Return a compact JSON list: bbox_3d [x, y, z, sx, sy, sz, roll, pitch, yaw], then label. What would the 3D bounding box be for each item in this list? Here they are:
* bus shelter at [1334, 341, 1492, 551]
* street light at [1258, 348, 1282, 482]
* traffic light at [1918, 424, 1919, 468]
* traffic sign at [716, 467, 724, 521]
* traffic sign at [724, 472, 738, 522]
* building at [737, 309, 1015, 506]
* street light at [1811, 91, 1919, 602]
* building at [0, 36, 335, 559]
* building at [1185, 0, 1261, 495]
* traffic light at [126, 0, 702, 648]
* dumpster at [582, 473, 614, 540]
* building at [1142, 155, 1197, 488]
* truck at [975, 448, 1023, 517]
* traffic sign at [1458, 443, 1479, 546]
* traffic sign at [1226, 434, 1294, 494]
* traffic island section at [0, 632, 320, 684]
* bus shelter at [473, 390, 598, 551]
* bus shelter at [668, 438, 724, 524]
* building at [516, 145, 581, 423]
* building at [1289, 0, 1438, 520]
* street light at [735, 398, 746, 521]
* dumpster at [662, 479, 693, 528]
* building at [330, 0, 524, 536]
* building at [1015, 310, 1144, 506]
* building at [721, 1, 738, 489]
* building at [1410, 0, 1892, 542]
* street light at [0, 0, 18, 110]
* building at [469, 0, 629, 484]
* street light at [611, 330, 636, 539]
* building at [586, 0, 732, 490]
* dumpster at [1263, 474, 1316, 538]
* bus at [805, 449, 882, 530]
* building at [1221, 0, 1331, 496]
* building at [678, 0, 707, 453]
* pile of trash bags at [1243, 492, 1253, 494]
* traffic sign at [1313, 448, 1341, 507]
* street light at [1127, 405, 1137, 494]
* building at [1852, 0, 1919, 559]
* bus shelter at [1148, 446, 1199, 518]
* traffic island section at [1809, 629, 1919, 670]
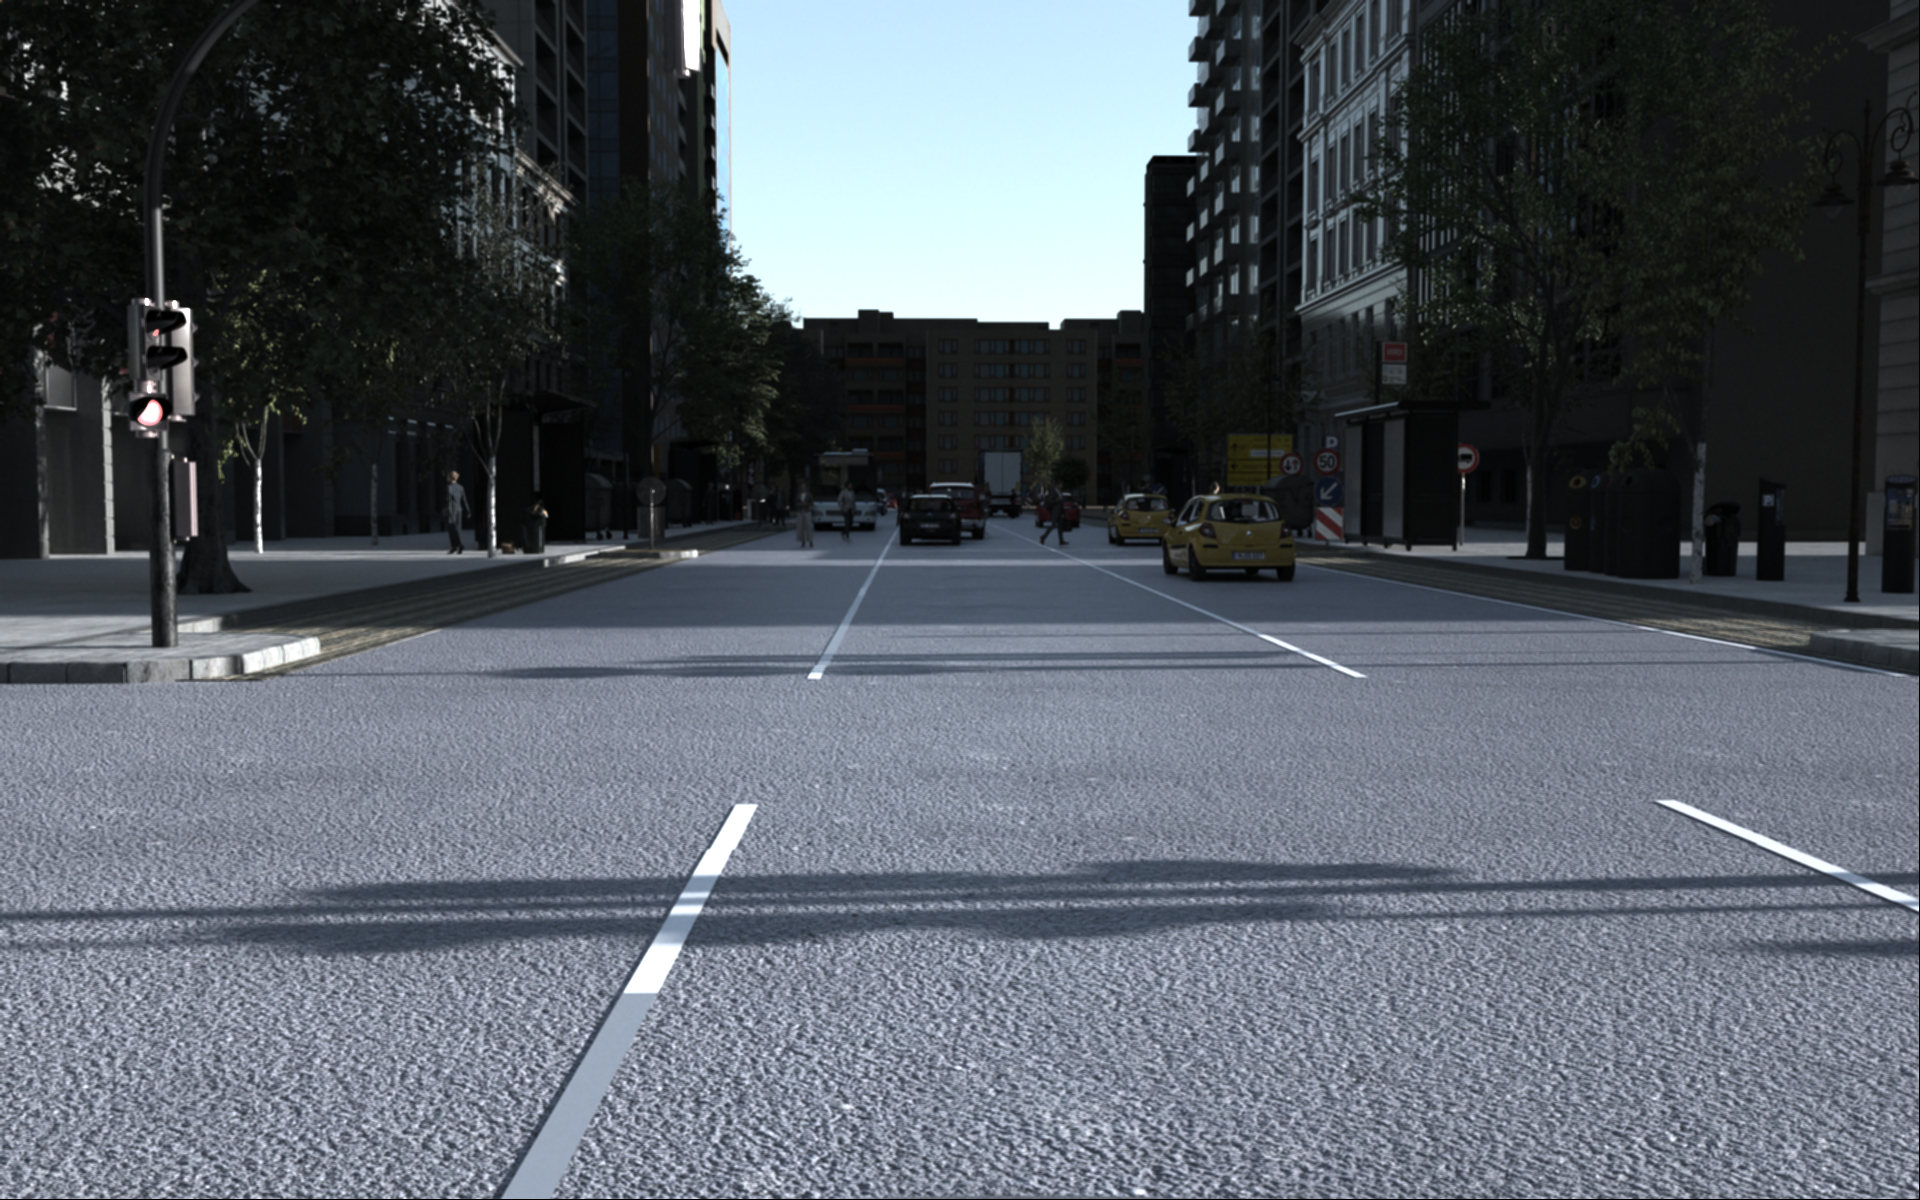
[{"bbox_3d":[10.759,-4.003,43.085,2.179,5.291,8.768,0,4,-1],"label":"bus shelter"},{"bbox_3d":[9.791,-5.019,54.846,0.468,5.910,1.993,0,4,-1],"label":"street light"},{"bbox_3d":[8.704,-1.583,14.803,0.839,4.253,0.868,0,4,-1],"label":"traffic light"},{"bbox_3d":[-11.499,-5.009,81.905,0.884,2.594,0.081,0,4,7],"label":"traffic sign"},{"bbox_3d":[-10.453,-4.705,79.058,0.606,2.300,0.079,0,4,0],"label":"traffic sign"},{"bbox_3d":[-9.314,-21.421,195.266,28.899,21.520,27.650,0,4,-1],"label":"building"},{"bbox_3d":[10.617,-2.914,20.436,0.468,5.910,1.993,0,4,-1],"label":"street light"},{"bbox_3d":[-23.694,-15.811,36.000,11.434,29.767,29.804,0,4,-1],"label":"building"},{"bbox_3d":[29.068,-31.085,127.841,23.786,49.044,30.456,0,4,-1],"label":"building"},{"bbox_3d":[-4.563,-2.436,14.494,4.771,5.953,1.251,0,4,-1],"label":"traffic light"},{"bbox_3d":[-10.469,-2.611,48.456,1.264,1.857,1.865,0,4,-1],"label":"dumpster"},{"bbox_3d":[22.722,-23.182,150.728,14.160,30.474,14.107,0,4,-1],"label":"building"},{"bbox_3d":[2.501,-7.525,111.953,2.839,4.237,11.283,0,4,-1],"label":"truck"},{"bbox_3d":[12.484,-2.626,43.040,0.768,2.556,0.104,0,4,-1],"label":"traffic sign"},{"bbox_3d":[10.106,-3.948,58.431,2.265,3.308,0.079,0,3,0],"label":"traffic sign"},{"bbox_3d":[-6.692,0.473,14.541,2.009,0.180,2.903,0,4,-1],"label":"traffic island section"},{"bbox_3d":[-10.215,-3.111,42.156,1.731,3.624,6.357,0,4,-1],"label":"bus shelter"},{"bbox_3d":[-11.559,-5.195,76.224,1.731,3.624,6.357,0,4,-1],"label":"bus shelter"},{"bbox_3d":[-24.488,-13.139,79.455,10.561,19.102,19.286,0,4,-1],"label":"building"},{"bbox_3d":[24.031,-17.971,79.737,13.634,28.700,20.117,0,4,-1],"label":"building"},{"bbox_3d":[-10.544,-6.770,83.474,0.468,5.910,1.993,0,4,-1],"label":"street light"},{"bbox_3d":[-10.956,-3.701,66.273,1.264,1.857,1.865,0,4,-1],"label":"dumpster"},{"bbox_3d":[-22.150,-12.939,60.709,9.793,20.994,18.267,0,4,-1],"label":"building"},{"bbox_3d":[19.577,-21.462,195.951,28.899,21.520,27.650,0,4,-1],"label":"building"},{"bbox_3d":[-39.190,-53.657,189.964,31.000,86.520,22.319,0,4,-1],"label":"building"},{"bbox_3d":[25.163,-16.162,57.762,14.314,27.812,24.014,0,4,-1],"label":"building"},{"bbox_3d":[-8.660,-2.574,14.866,0.468,5.910,1.993,0,4,-1],"label":"street light"},{"bbox_3d":[-30.124,-40.350,97.981,20.563,71.187,20.611,0,4,-1],"label":"building"},{"bbox_3d":[-9.512,-4.668,49.107,0.468,5.910,1.993,0,4,-1],"label":"street light"},{"bbox_3d":[-27.539,-30.546,149.542,14.200,45.320,14.600,0,4,-1],"label":"building"},{"bbox_3d":[9.763,-2.787,51.330,1.264,1.857,1.865,0,4,-1],"label":"dumpster"},{"bbox_3d":[-4.762,-4.702,71.737,2.948,3.499,13.247,0,4,-3],"label":"bus"},{"bbox_3d":[27.497,-40.516,100.692,20.563,71.187,20.611,0,4,-1],"label":"building"},{"bbox_3d":[-27.021,-27.363,130.972,14.154,41.232,14.086,0,4,-1],"label":"building"},{"bbox_3d":[10.744,-3.592,68.479,1.912,1.369,3.447,-1,4,-18],"label":"pile of trash bags"},{"bbox_3d":[10.155,-2.929,47.995,0.768,2.556,0.104,0,4,5],"label":"traffic sign"},{"bbox_3d":[8.872,-7.146,89.626,0.468,5.910,1.993,0,4,-1],"label":"street light"},{"bbox_3d":[30.328,-14.797,29.314,23.554,28.519,14.401,0,4,-1],"label":"building"},{"bbox_3d":[10.713,-5.862,87.131,1.731,3.624,6.357,0,4,-1],"label":"bus shelter"},{"bbox_3d":[8.745,0.450,14.918,2.009,0.180,2.903,0,4,-1],"label":"traffic island section"}]
